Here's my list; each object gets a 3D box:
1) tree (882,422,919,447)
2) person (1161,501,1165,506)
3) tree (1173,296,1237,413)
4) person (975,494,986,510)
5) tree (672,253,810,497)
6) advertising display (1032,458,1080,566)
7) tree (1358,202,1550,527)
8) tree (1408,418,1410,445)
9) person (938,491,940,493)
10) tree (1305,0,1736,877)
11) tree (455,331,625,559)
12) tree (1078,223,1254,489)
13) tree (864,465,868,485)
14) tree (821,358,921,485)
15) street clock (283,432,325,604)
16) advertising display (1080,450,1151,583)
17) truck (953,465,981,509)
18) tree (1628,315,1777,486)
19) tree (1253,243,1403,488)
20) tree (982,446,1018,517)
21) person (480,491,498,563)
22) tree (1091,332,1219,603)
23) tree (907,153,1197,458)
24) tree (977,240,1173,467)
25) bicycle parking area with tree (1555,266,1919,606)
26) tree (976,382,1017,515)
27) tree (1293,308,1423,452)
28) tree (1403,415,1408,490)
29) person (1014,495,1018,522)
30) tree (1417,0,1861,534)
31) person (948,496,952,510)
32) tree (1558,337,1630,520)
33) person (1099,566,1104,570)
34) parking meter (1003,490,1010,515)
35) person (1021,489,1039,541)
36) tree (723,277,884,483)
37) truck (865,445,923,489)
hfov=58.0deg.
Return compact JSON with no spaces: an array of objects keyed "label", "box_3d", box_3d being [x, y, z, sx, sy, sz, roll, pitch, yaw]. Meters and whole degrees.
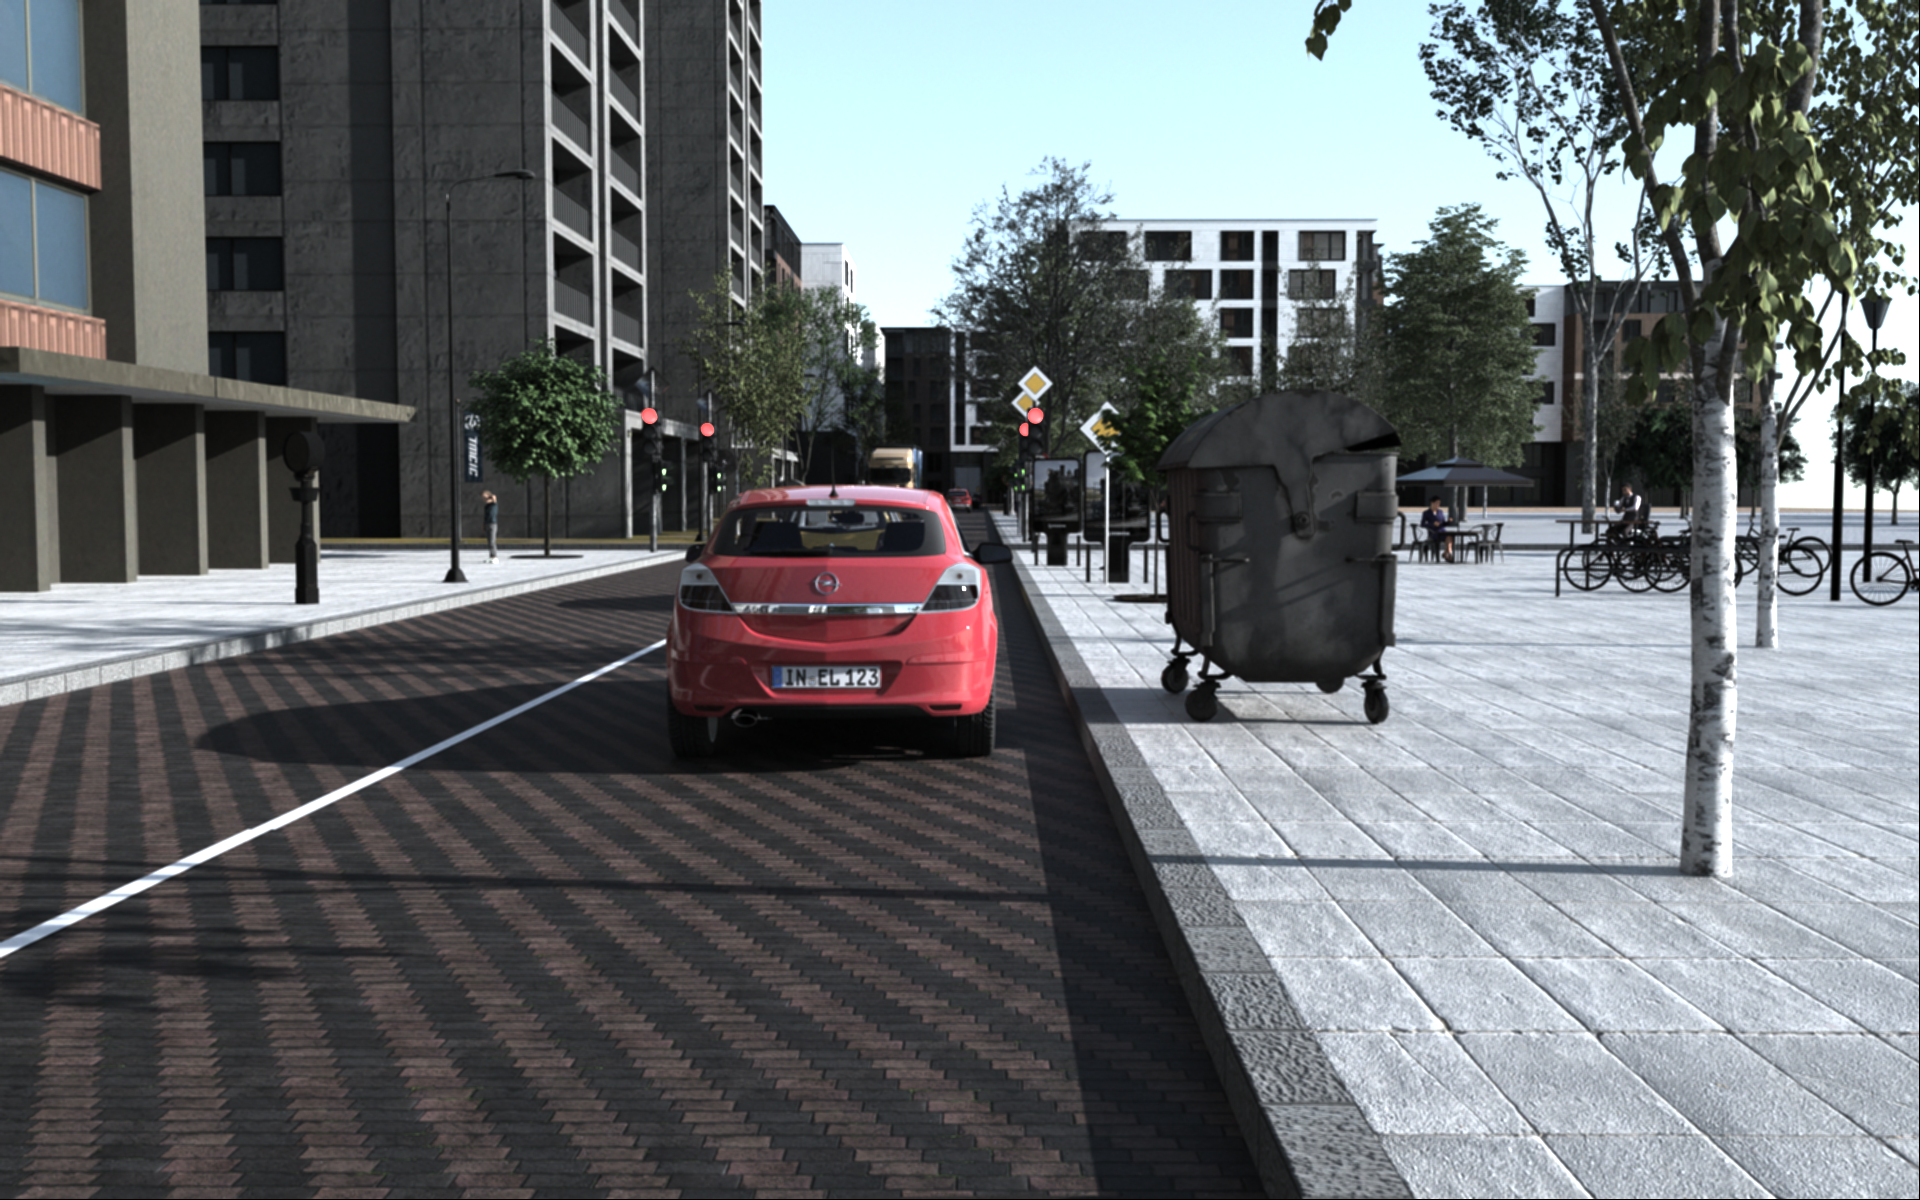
[{"label":"tree","box_3d":[-6.093,-13.635,173.300,4.360,8.622,3.978,0,3,0]},{"label":"person","box_3d":[4.588,-1.903,37.613,0.568,1.767,0.683,-2,4,-28]},{"label":"tree","box_3d":[12.341,-11.068,99.094,7.486,12.596,7.792,0,3,0]},{"label":"person","box_3d":[1.838,-8.695,153.879,0.991,1.433,0.599,1,4,14]},{"label":"tree","box_3d":[-6.734,-6.334,53.927,4.737,8.622,4.395,0,3,0]},{"label":"advertising display","box_3d":[1.742,-1.577,31.002,0.974,1.923,0.123,2,4,30]},{"label":"tree","box_3d":[19.181,-9.159,67.879,7.486,12.596,7.792,0,3,0]},{"label":"tree","box_3d":[24.756,-9.233,101.328,4.360,8.622,3.978,0,3,0]},{"label":"person","box_3d":[-2.340,-11.299,193.903,0.621,1.740,0.551,1,4,16]},{"label":"tree","box_3d":[2.291,-3.379,5.601,4.737,8.622,4.395,0,3,0]},{"label":"tree","box_3d":[-8.431,-3.129,34.874,4.285,4.588,4.351,0,3,0]},{"label":"tree","box_3d":[5.372,-5.981,48.144,4.360,8.622,3.978,0,3,0]},{"label":"tree","box_3d":[-6.793,-9.870,145.094,4.285,4.588,4.351,0,3,0]},{"label":"tree","box_3d":[-5.921,-11.197,117.478,7.601,10.594,8.767,-3,4,-38]},{"label":"street clock","box_3d":[-7.632,-0.955,20.189,0.471,2.002,0.358,2,4,31]},{"label":"advertising display","box_3d":[2.271,-1.214,25.057,0.974,1.923,0.123,1,4,16]},{"label":"truck","box_3d":[0.714,-11.107,170.516,2.839,4.237,11.283,0,4,0]},{"label":"tree","box_3d":[28.711,-7.091,66.295,4.360,8.622,3.978,0,3,0]},{"label":"tree","box_3d":[10.800,-6.128,50.555,4.360,8.622,3.978,0,3,0]},{"label":"tree","box_3d":[3.672,-7.001,98.176,4.285,4.588,4.351,0,3,0]},{"label":"person","box_3d":[-8.801,-1.375,32.435,0.435,1.345,0.340,2,4,29]},{"label":"tree","box_3d":[2.311,-1.607,20.879,1.663,3.219,1.824,0,3,0]},{"label":"tree","box_3d":[3.236,-9.261,61.793,12.009,13.543,11.850,0,3,0]},{"label":"tree","box_3d":[4.090,-9.741,77.394,7.486,12.596,7.792,0,3,0]},{"label":"bicycle parking area with tree","box_3d":[11.995,-2.191,22.821,9.016,4.147,8.231,3,5,45]},{"label":"tree","box_3d":[3.082,-9.426,104.475,4.360,8.622,3.978,0,3,0]},{"label":"tree","box_3d":[25.667,-12.397,113.065,12.009,13.543,11.850,0,3,0]},{"label":"tree","box_3d":[19.899,-8.429,88.178,4.360,8.622,3.978,0,3,0]},{"label":"person","box_3d":[2.696,-4.329,79.190,0.453,1.535,0.546,-1,4,-23]},{"label":"tree","box_3d":[21.323,-12.136,54.318,12.611,20.169,13.585,0,3,0]},{"label":"person","box_3d":[-0.549,-5.318,99.365,0.340,1.345,0.435,-1,4,-8]},{"label":"tree","box_3d":[30.483,-8.024,81.554,4.360,8.622,3.978,0,3,0]},{"label":"person","box_3d":[2.576,-1.406,29.565,0.617,1.759,0.750,-1,4,-17]},{"label":"parking meter","box_3d":[2.833,-5.931,105.384,0.372,1.533,0.369,0,3,0]},{"label":"person","box_3d":[1.904,-2.465,47.037,0.565,1.739,0.600,2,4,27]},{"label":"tree","box_3d":[-7.399,-9.561,82.078,9.928,11.665,9.643,0,3,0]},{"label":"truck","box_3d":[-3.703,-6.815,100.343,2.839,4.237,11.283,0,4,2]}]
